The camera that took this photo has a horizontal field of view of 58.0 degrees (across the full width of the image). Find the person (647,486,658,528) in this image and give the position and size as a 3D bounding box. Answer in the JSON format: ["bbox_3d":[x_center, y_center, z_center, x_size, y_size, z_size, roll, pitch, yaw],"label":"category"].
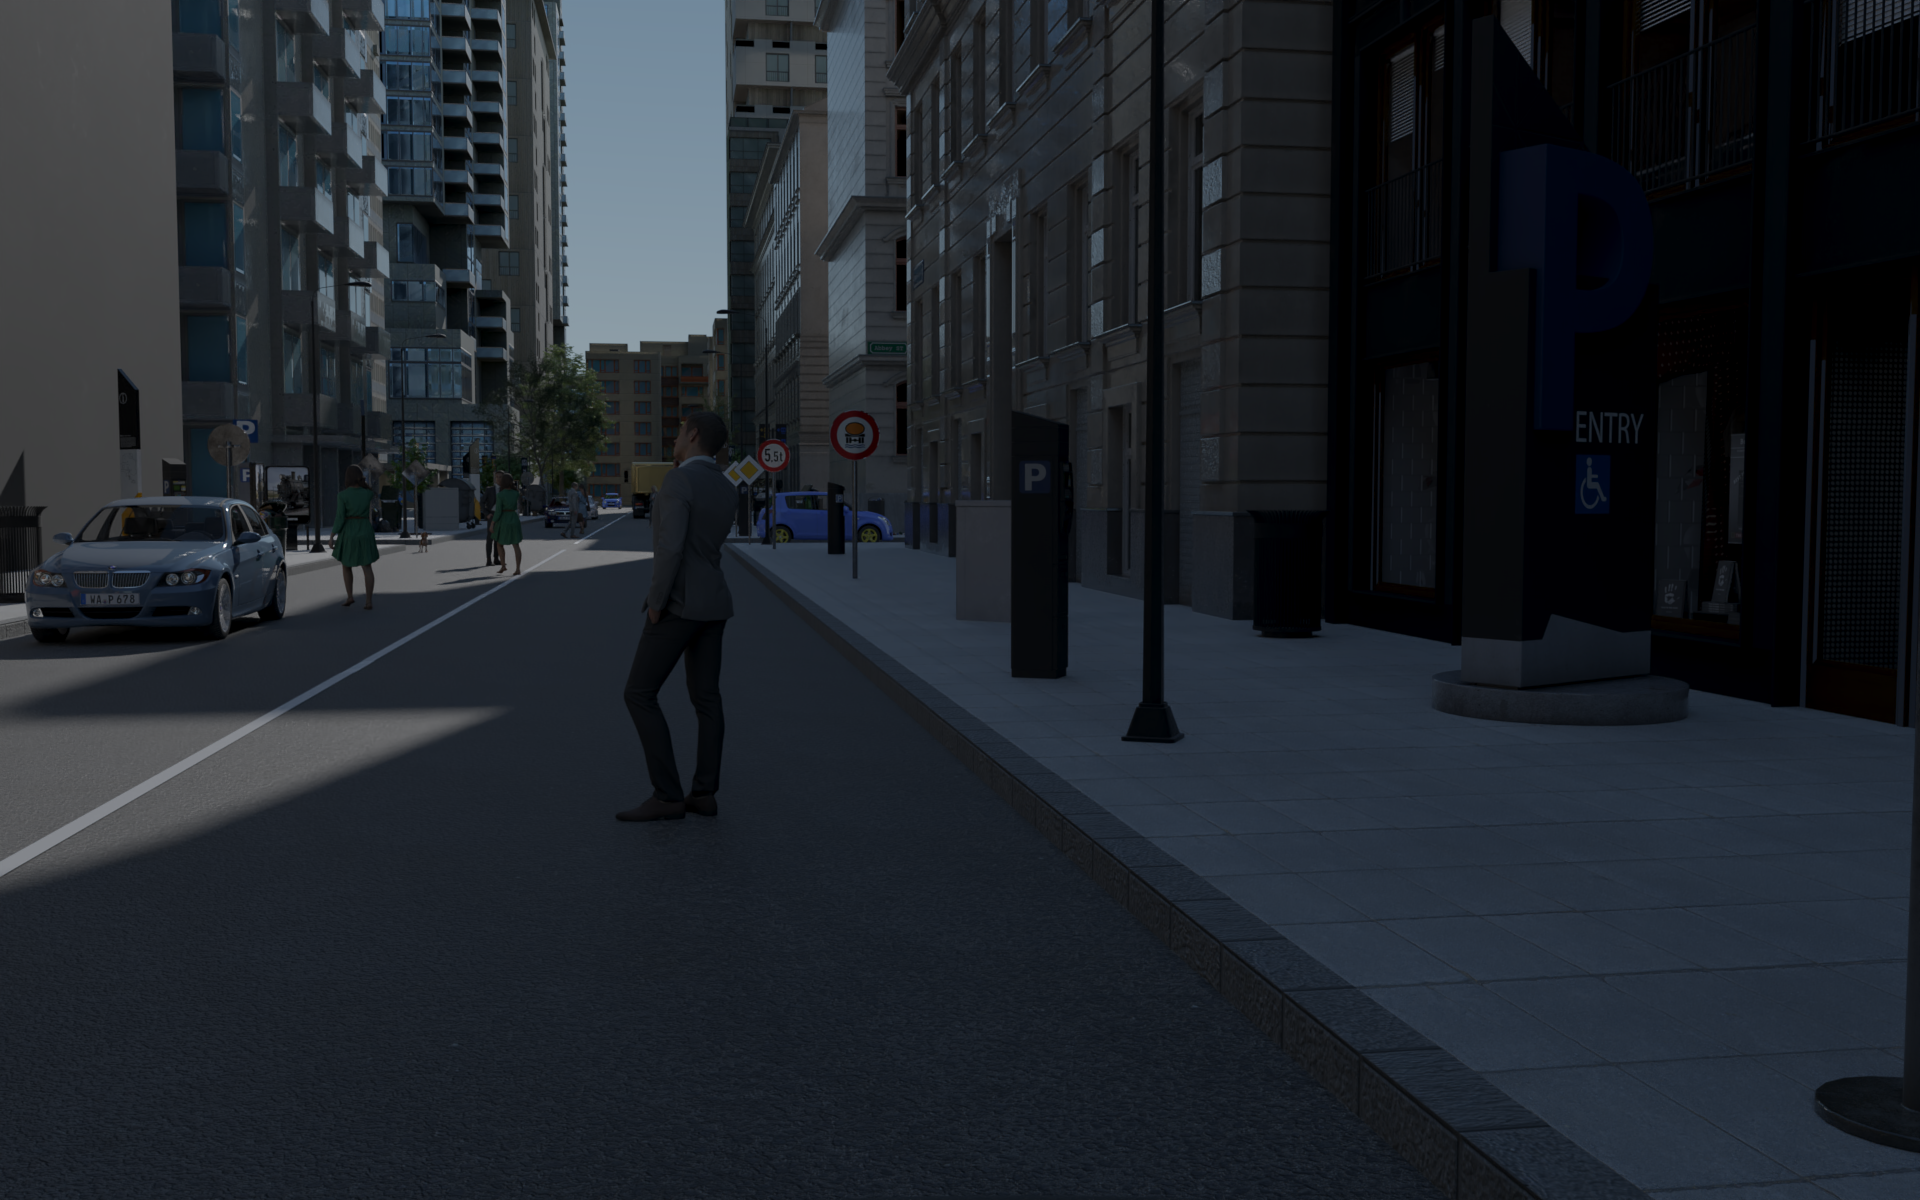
[{"bbox_3d":[-13.071,-3.999,74.065,0.537,1.800,0.526,2,4,30],"label":"person"}]

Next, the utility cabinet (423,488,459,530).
[{"bbox_3d":[-18.166,-3.175,60.591,1.173,1.500,0.318,-2,4,-33],"label":"utility cabinet"}]

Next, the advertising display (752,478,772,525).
[{"bbox_3d":[-8.021,-4.019,70.930,0.974,1.923,0.123,-1,4,-22],"label":"advertising display"}]

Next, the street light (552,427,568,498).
[{"bbox_3d":[-27.619,-9.001,119.699,1.470,5.913,1.316,-1,4,-10],"label":"street light"}]

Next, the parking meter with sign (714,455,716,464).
[{"bbox_3d":[-10.747,-4.874,75.953,0.543,3.016,1.738,0,4,-7],"label":"parking meter with sign"}]

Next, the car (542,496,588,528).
[{"bbox_3d":[-16.941,-3.786,74.488,1.945,1.354,3.894,-1,4,-11],"label":"car"}]

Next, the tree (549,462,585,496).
[{"bbox_3d":[-33.060,-9.842,144.628,4.285,4.588,4.351,0,3,0],"label":"tree"}]

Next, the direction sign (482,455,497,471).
[{"bbox_3d":[-27.478,-6.677,101.164,0.876,3.537,0.379,0,4,7],"label":"direction sign"}]

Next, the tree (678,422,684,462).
[{"bbox_3d":[-25.820,-13.264,167.226,4.360,8.622,3.978,0,3,0],"label":"tree"}]

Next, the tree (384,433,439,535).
[{"bbox_3d":[-17.149,-3.678,54.730,1.663,3.219,1.824,0,3,0],"label":"tree"}]

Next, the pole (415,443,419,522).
[{"bbox_3d":[-21.657,-4.598,69.026,0.158,3.312,0.155,0,3,0],"label":"pole"}]

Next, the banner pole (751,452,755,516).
[{"bbox_3d":[-12.257,-6.886,102.601,0.401,3.779,0.863,-2,4,-26],"label":"banner pole"}]

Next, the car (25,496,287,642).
[{"bbox_3d":[-8.369,-0.390,18.384,2.014,1.417,4.499,-1,4,-10],"label":"car"}]

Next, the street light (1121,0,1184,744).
[{"bbox_3d":[0.476,-2.218,8.808,1.470,5.913,1.316,-1,4,-10],"label":"street light"}]

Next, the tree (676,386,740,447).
[{"bbox_3d":[-16.792,-10.204,117.190,4.737,8.622,4.395,0,3,0],"label":"tree"}]

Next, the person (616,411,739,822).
[{"bbox_3d":[-1.246,0.059,7.709,0.473,1.802,0.592,3,4,39],"label":"person"}]

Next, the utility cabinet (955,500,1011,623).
[{"bbox_3d":[0.453,-0.385,17.458,1.020,1.237,0.306,2,4,35],"label":"utility cabinet"}]

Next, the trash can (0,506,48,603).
[{"bbox_3d":[-11.222,-0.544,20.544,0.748,1.137,0.748,0,3,0],"label":"trash can"}]

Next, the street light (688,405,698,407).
[{"bbox_3d":[-13.492,-7.211,90.447,1.470,5.913,1.316,-1,4,-10],"label":"street light"}]

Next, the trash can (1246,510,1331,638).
[{"bbox_3d":[2.947,-0.240,15.583,0.748,1.137,0.748,0,3,0],"label":"trash can"}]

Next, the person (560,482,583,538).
[{"bbox_3d":[-12.603,-2.929,56.503,0.853,1.813,0.709,-3,4,-38],"label":"person"}]

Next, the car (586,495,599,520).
[{"bbox_3d":[-21.425,-5.225,97.791,2.083,1.381,4.827,-1,4,-10],"label":"car"}]

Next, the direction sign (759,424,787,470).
[{"bbox_3d":[-6.037,-3.912,55.952,0.876,3.537,0.379,0,4,-6],"label":"direction sign"}]

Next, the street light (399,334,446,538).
[{"bbox_3d":[-15.601,-4.755,50.289,1.470,5.913,1.316,-1,4,-10],"label":"street light"}]

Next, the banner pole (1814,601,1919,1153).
[{"bbox_3d":[2.150,-0.829,3.564,0.863,3.779,0.401,-3,4,-37],"label":"banner pole"}]

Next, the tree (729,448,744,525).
[{"bbox_3d":[-9.463,-4.785,72.837,1.663,3.219,1.824,0,3,0],"label":"tree"}]

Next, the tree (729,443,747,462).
[{"bbox_3d":[-13.103,-6.836,95.480,4.285,4.588,4.351,0,3,0],"label":"tree"}]

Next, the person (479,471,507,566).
[{"bbox_3d":[-9.271,-1.646,34.773,0.474,1.900,0.648,3,5,40],"label":"person"}]

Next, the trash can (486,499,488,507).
[{"bbox_3d":[-29.411,-5.862,107.491,0.748,1.137,0.748,0,3,0],"label":"trash can"}]

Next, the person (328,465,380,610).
[{"bbox_3d":[-7.511,-0.782,21.538,0.529,1.795,0.600,3,5,42],"label":"person"}]

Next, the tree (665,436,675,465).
[{"bbox_3d":[-31.104,-14.972,195.158,4.737,8.622,4.395,0,3,0],"label":"tree"}]

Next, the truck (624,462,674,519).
[{"bbox_3d":[-18.493,-6.641,104.502,3.469,3.379,9.791,-1,4,-11],"label":"truck"}]

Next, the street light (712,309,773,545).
[{"bbox_3d":[-5.428,-4.357,43.783,1.470,5.913,1.316,-1,4,-10],"label":"street light"}]

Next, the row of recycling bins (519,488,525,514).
[{"bbox_3d":[-28.924,-6.350,110.938,1.069,1.692,3.534,1,4,22],"label":"row of recycling bins"}]

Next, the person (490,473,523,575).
[{"bbox_3d":[-8.001,-1.341,30.668,0.529,1.795,0.600,3,4,36],"label":"person"}]

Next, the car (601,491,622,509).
[{"bbox_3d":[-33.038,-9.470,164.428,1.945,1.707,3.694,-1,4,-9],"label":"car"}]

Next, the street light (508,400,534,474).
[{"bbox_3d":[-21.645,-6.895,85.278,1.470,5.913,1.316,-1,4,-10],"label":"street light"}]

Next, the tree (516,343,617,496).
[{"bbox_3d":[-29.616,-12.978,130.316,7.486,12.596,7.792,0,3,0],"label":"tree"}]

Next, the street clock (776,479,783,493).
[{"bbox_3d":[-8.927,-4.947,85.450,0.358,2.002,0.471,1,4,18],"label":"street clock"}]

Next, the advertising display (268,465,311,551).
[{"bbox_3d":[-15.260,-2.086,39.326,0.974,1.923,0.123,-3,4,-38],"label":"advertising display"}]

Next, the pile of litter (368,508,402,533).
[{"bbox_3d":[-19.532,-2.681,57.796,1.719,0.858,1.176,1,4,14],"label":"pile of litter"}]

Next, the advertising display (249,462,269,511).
[{"bbox_3d":[-14.260,-1.833,35.177,0.123,1.923,0.974,-1,4,-12],"label":"advertising display"}]

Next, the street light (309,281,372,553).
[{"bbox_3d":[-13.538,-3.996,37.870,1.470,5.913,1.316,-1,4,-10],"label":"street light"}]

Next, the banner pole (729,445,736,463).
[{"bbox_3d":[-10.500,-5.397,78.265,0.863,3.779,0.401,1,4,22],"label":"banner pole"}]

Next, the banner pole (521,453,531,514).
[{"bbox_3d":[-26.322,-7.048,105.251,0.401,3.779,0.863,3,4,36],"label":"banner pole"}]

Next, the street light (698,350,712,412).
[{"bbox_3d":[-7.597,-5.102,55.952,1.470,5.913,1.316,-1,4,-10],"label":"street light"}]

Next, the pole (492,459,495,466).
[{"bbox_3d":[-27.060,-6.528,100.580,0.158,3.312,0.155,0,3,0],"label":"pole"}]

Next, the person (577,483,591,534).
[{"bbox_3d":[-13.518,-3.272,62.092,0.616,1.811,0.778,-2,4,-26],"label":"person"}]

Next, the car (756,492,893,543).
[{"bbox_3d":[-3.657,-2.284,46.932,3.694,1.707,1.945,-1,4,-11],"label":"car"}]

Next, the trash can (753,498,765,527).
[{"bbox_3d":[-7.625,-3.364,66.647,0.748,1.137,0.748,0,3,0],"label":"trash can"}]

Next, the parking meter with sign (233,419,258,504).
[{"bbox_3d":[-16.376,-2.661,39.767,0.543,3.016,1.738,-1,4,-22],"label":"parking meter with sign"}]
